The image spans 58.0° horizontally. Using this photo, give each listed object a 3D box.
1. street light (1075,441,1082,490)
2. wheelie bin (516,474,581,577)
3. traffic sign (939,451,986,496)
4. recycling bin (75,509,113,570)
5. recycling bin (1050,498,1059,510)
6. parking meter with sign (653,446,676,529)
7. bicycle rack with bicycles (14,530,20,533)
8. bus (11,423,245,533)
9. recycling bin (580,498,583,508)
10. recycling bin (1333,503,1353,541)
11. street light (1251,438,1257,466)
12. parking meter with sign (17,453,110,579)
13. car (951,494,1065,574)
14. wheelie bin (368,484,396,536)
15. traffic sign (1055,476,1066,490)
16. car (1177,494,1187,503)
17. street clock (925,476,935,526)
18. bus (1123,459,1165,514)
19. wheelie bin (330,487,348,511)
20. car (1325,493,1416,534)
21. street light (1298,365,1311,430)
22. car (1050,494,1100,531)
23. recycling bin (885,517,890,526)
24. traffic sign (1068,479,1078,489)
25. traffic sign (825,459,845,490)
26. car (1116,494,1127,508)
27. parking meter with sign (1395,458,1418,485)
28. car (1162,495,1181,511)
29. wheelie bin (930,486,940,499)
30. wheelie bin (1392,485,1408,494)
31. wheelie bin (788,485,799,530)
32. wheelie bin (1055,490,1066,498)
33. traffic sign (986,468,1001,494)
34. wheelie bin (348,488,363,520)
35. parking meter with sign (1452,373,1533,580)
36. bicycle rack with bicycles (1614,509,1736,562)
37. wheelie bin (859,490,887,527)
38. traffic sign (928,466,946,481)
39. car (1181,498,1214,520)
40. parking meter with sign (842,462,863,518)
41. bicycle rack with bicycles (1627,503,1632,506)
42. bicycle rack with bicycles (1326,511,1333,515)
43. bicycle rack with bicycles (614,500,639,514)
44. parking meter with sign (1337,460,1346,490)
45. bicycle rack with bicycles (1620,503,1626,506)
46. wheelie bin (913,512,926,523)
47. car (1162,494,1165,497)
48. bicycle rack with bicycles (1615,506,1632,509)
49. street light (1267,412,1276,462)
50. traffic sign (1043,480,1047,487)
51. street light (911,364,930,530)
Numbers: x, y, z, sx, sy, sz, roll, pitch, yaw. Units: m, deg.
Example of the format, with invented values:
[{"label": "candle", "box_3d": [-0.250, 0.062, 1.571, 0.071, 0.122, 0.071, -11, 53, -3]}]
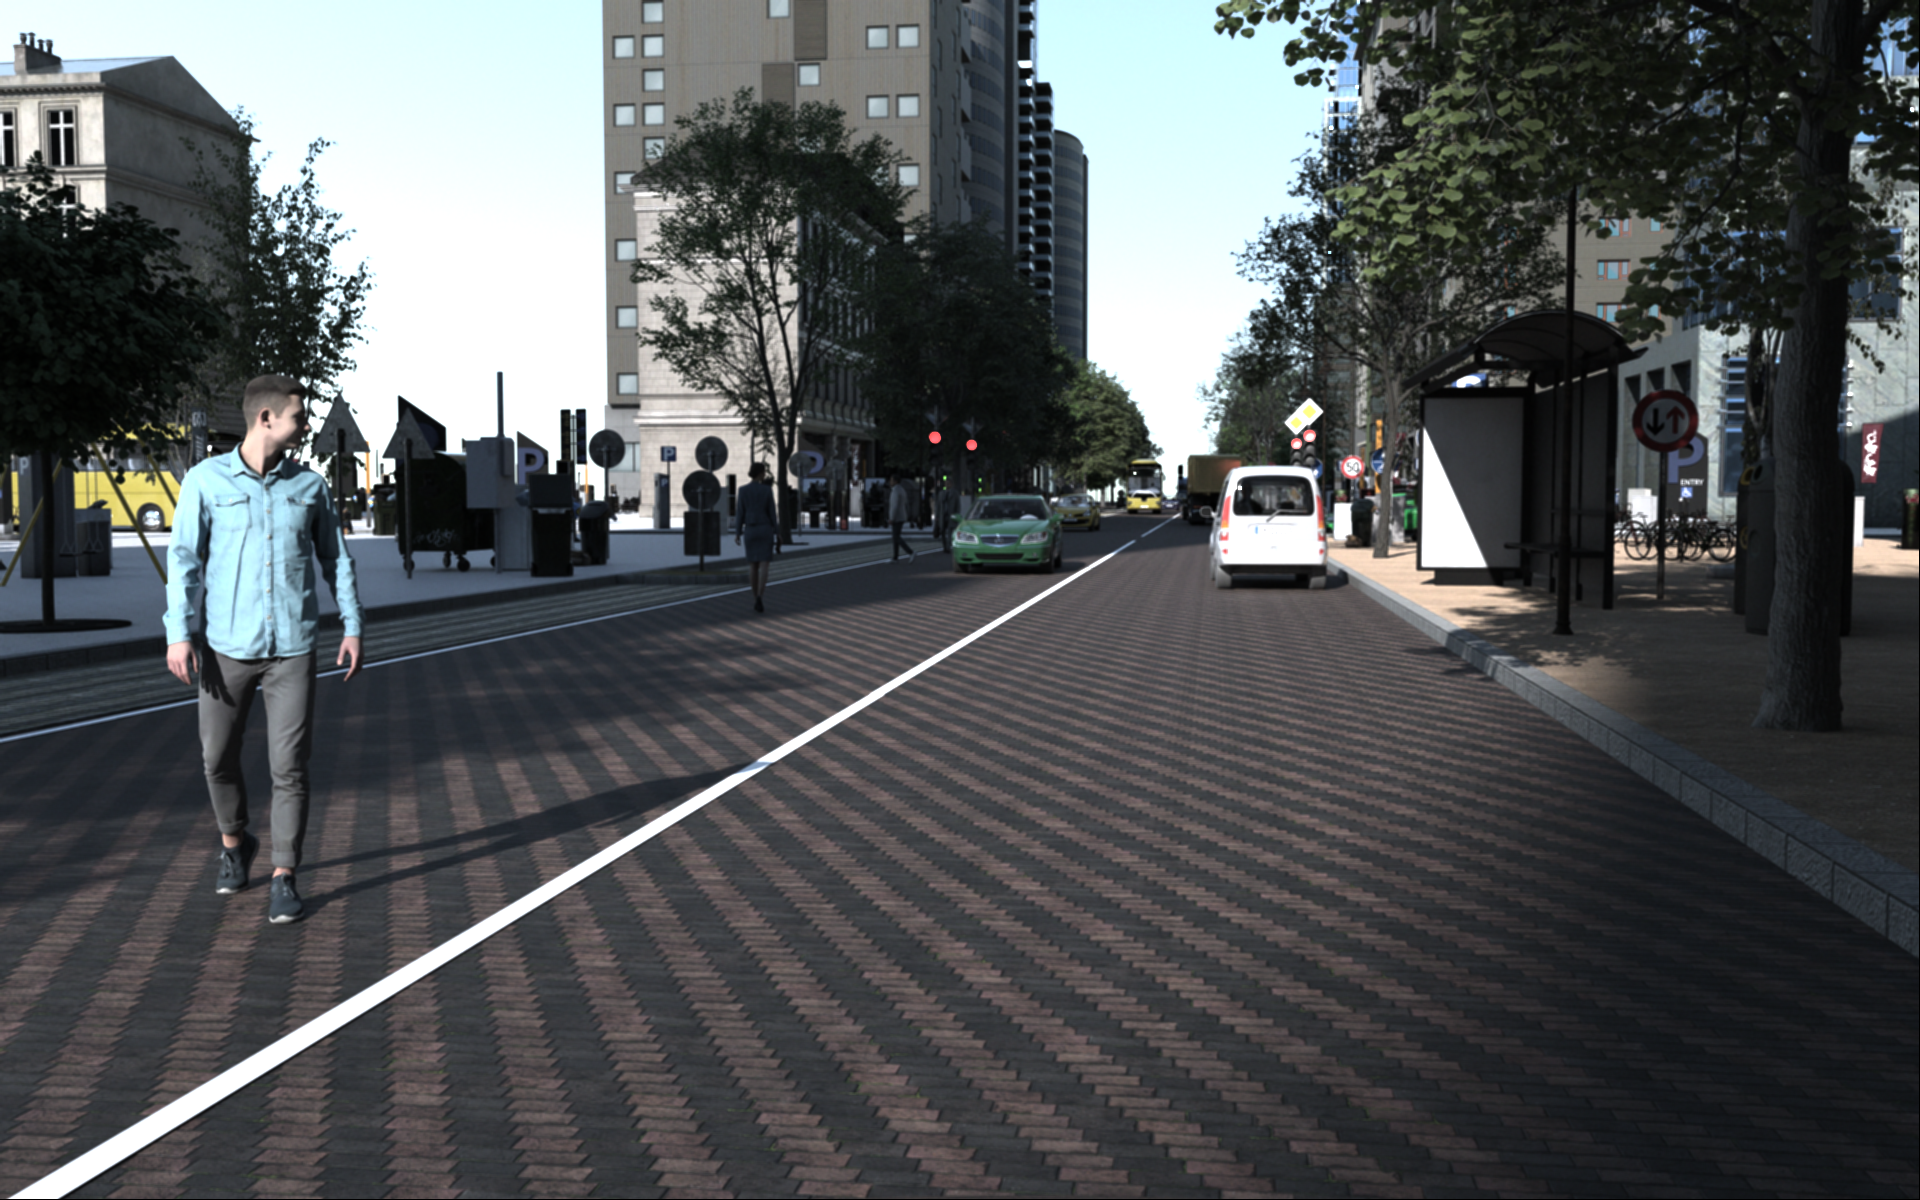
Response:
[{"label": "street light", "box_3d": [9.515, -10.024, 136.682, 0.468, 5.910, 1.993, 1, 4, 8]}, {"label": "wheelie bin", "box_3d": [-6.421, -1.168, 27.008, 0.980, 1.594, 0.693, -1, 4, -18]}, {"label": "traffic sign", "box_3d": [0.116, -5.366, 81.615, 2.265, 3.308, 0.079, 1, 4, 13]}, {"label": "recycling bin", "box_3d": [-14.989, -1.054, 29.792, 0.722, 1.027, 0.722, -2, 4, -26]}, {"label": "recycling bin", "box_3d": [6.537, -6.298, 115.534, 0.722, 1.027, 0.722, 3, 5, 41]}, {"label": "parking meter with sign", "box_3d": [-11.019, -4.156, 64.211, 0.543, 3.016, 1.738, -2, 4, -25]}, {"label": "bicycle rack with bicycles", "box_3d": [-29.518, -2.406, 52.723, 2.925, 0.926, 2.852, 0, 4, -4]}, {"label": "bus", "box_3d": [-30.747, -4.255, 61.114, 12.252, 3.916, 2.896, 1, 4, 10]}, {"label": "recycling bin", "box_3d": [-27.540, -6.835, 124.304, 0.722, 1.027, 0.722, -2, 4, -34]}, {"label": "recycling bin", "box_3d": [10.640, -2.141, 47.555, 0.722, 1.027, 0.722, 1, 4, 10]}, {"label": "street light", "box_3d": [23.427, -10.132, 138.441, 0.468, 5.910, 1.993, 1, 4, 8]}, {"label": "parking meter with sign", "box_3d": [-13.981, -1.852, 26.538, 0.543, 3.016, 1.738, 2, 4, 31]}, {"label": "car", "box_3d": [0.951, -1.281, 32.737, 2.131, 1.459, 4.920, 0, 4, 6]}, {"label": "wheelie bin", "box_3d": [-17.736, -2.789, 53.503, 0.980, 1.594, 0.693, -2, 4, -30]}, {"label": "traffic sign", "box_3d": [7.105, -7.484, 122.463, 0.768, 2.556, 0.104, 1, 4, 10]}, {"label": "car", "box_3d": [33.567, -15.391, 261.870, 2.015, 1.641, 3.980, 1, 4, 9]}, {"label": "street clock", "box_3d": [-1.235, -3.925, 68.737, 0.358, 2.002, 0.471, 3, 4, 36]}, {"label": "bus", "box_3d": [13.430, -8.211, 125.799, 2.896, 3.916, 12.252, 0, 4, 7]}, {"label": "wheelie bin", "box_3d": [-28.719, -4.365, 79.269, 0.980, 1.594, 0.693, -1, 4, -11]}, {"label": "car", "box_3d": [13.640, -2.775, 54.159, 4.718, 1.807, 1.959, 1, 4, 9]}, {"label": "street light", "box_3d": [12.374, -5.469, 62.204, 0.468, 5.910, 1.993, 1, 4, 8]}, {"label": "car", "box_3d": [4.504, -3.513, 67.661, 2.015, 1.641, 3.980, 1, 4, 10]}, {"label": "recycling bin", "box_3d": [-3.345, -3.529, 70.259, 0.722, 1.027, 0.722, 3, 4, 39]}, {"label": "traffic sign", "box_3d": [8.721, -8.094, 133.528, 0.795, 2.450, 0.064, 1, 4, 15]}, {"label": "traffic sign", "box_3d": [-4.575, -3.867, 63.325, 0.768, 2.556, 0.104, 1, 4, 14]}, {"label": "car", "box_3d": [15.765, -9.475, 163.718, 1.959, 1.807, 4.718, 1, 4, 9]}, {"label": "parking meter with sign", "box_3d": [21.726, -5.430, 85.049, 0.543, 3.016, 1.738, -3, 5, -44]}, {"label": "car", "box_3d": [18.114, -8.390, 149.751, 1.945, 1.354, 3.894, 0, 4, 7]}, {"label": "wheelie bin", "box_3d": [-0.745, -3.863, 71.060, 0.980, 1.594, 0.693, 0, 4, -7]}, {"label": "wheelie bin", "box_3d": [14.932, -3.091, 58.451, 0.980, 1.594, 0.693, 1, 4, 20]}, {"label": "wheelie bin", "box_3d": [-6.145, -3.354, 62.752, 0.693, 1.594, 0.980, 0, 4, 1]}, {"label": "wheelie bin", "box_3d": [6.970, -6.833, 119.626, 0.693, 1.594, 0.980, -1, 4, -17]}, {"label": "traffic sign", "box_3d": [1.573, -5.093, 83.369, 0.768, 2.556, 0.104, 1, 4, 9]}, {"label": "wheelie bin", "box_3d": [-29.734, -4.716, 85.017, 0.980, 1.594, 0.693, 3, 5, 42]}, {"label": "parking meter with sign", "box_3d": [7.984, -1.807, 25.808, 0.543, 3.016, 1.738, 3, 5, 44]}, {"label": "bicycle rack with bicycles", "box_3d": [14.052, -1.243, 33.711, 2.852, 0.926, 2.925, -1, 4, -23]}, {"label": "wheelie bin", "box_3d": [-3.361, -3.733, 68.937, 0.980, 1.594, 0.693, -3, 5, -40]}, {"label": "traffic sign", "box_3d": [-0.976, -4.301, 70.323, 0.884, 2.594, 0.081, 1, 4, 16]}, {"label": "car", "box_3d": [13.282, -5.299, 96.425, 2.009, 1.686, 4.222, 1, 4, 8]}, {"label": "parking meter with sign", "box_3d": [-5.556, -5.969, 93.849, 1.738, 3.016, 0.543, -2, 4, -23]}, {"label": "bicycle rack with bicycles", "box_3d": [25.985, -3.356, 68.258, 2.925, 0.926, 2.852, -1, 4, -10]}, {"label": "bicycle rack with bicycles", "box_3d": [15.498, -3.259, 66.673, 2.852, 0.926, 2.925, 3, 4, 37]}, {"label": "bicycle rack with bicycles", "box_3d": [-22.036, -6.074, 112.688, 2.925, 0.926, 2.852, 0, 4, -2]}, {"label": "parking meter with sign", "box_3d": [19.829, -5.662, 88.839, 0.543, 3.016, 1.738, 0, 4, -4]}, {"label": "bicycle rack with bicycles", "box_3d": [22.083, -3.032, 62.956, 2.925, 0.926, 2.852, 0, 4, -4]}, {"label": "wheelie bin", "box_3d": [-1.771, -4.193, 76.457, 0.693, 1.594, 0.980, 2, 4, 32]}, {"label": "car", "box_3d": [31.737, -16.072, 272.994, 2.015, 1.641, 3.980, 0, 4, 7]}, {"label": "bicycle rack with bicycles", "box_3d": [17.413, -1.728, 41.635, 2.925, 0.926, 2.852, 2, 4, 29]}, {"label": "street light", "box_3d": [17.472, -7.615, 97.285, 0.468, 5.910, 1.993, 1, 4, 8]}, {"label": "traffic sign", "box_3d": [5.763, -7.547, 123.393, 0.884, 2.594, 0.081, 1, 4, 14]}, {"label": "street light", "box_3d": [-1.397, -5.446, 61.830, 0.468, 5.910, 1.993, 1, 4, 8]}]
